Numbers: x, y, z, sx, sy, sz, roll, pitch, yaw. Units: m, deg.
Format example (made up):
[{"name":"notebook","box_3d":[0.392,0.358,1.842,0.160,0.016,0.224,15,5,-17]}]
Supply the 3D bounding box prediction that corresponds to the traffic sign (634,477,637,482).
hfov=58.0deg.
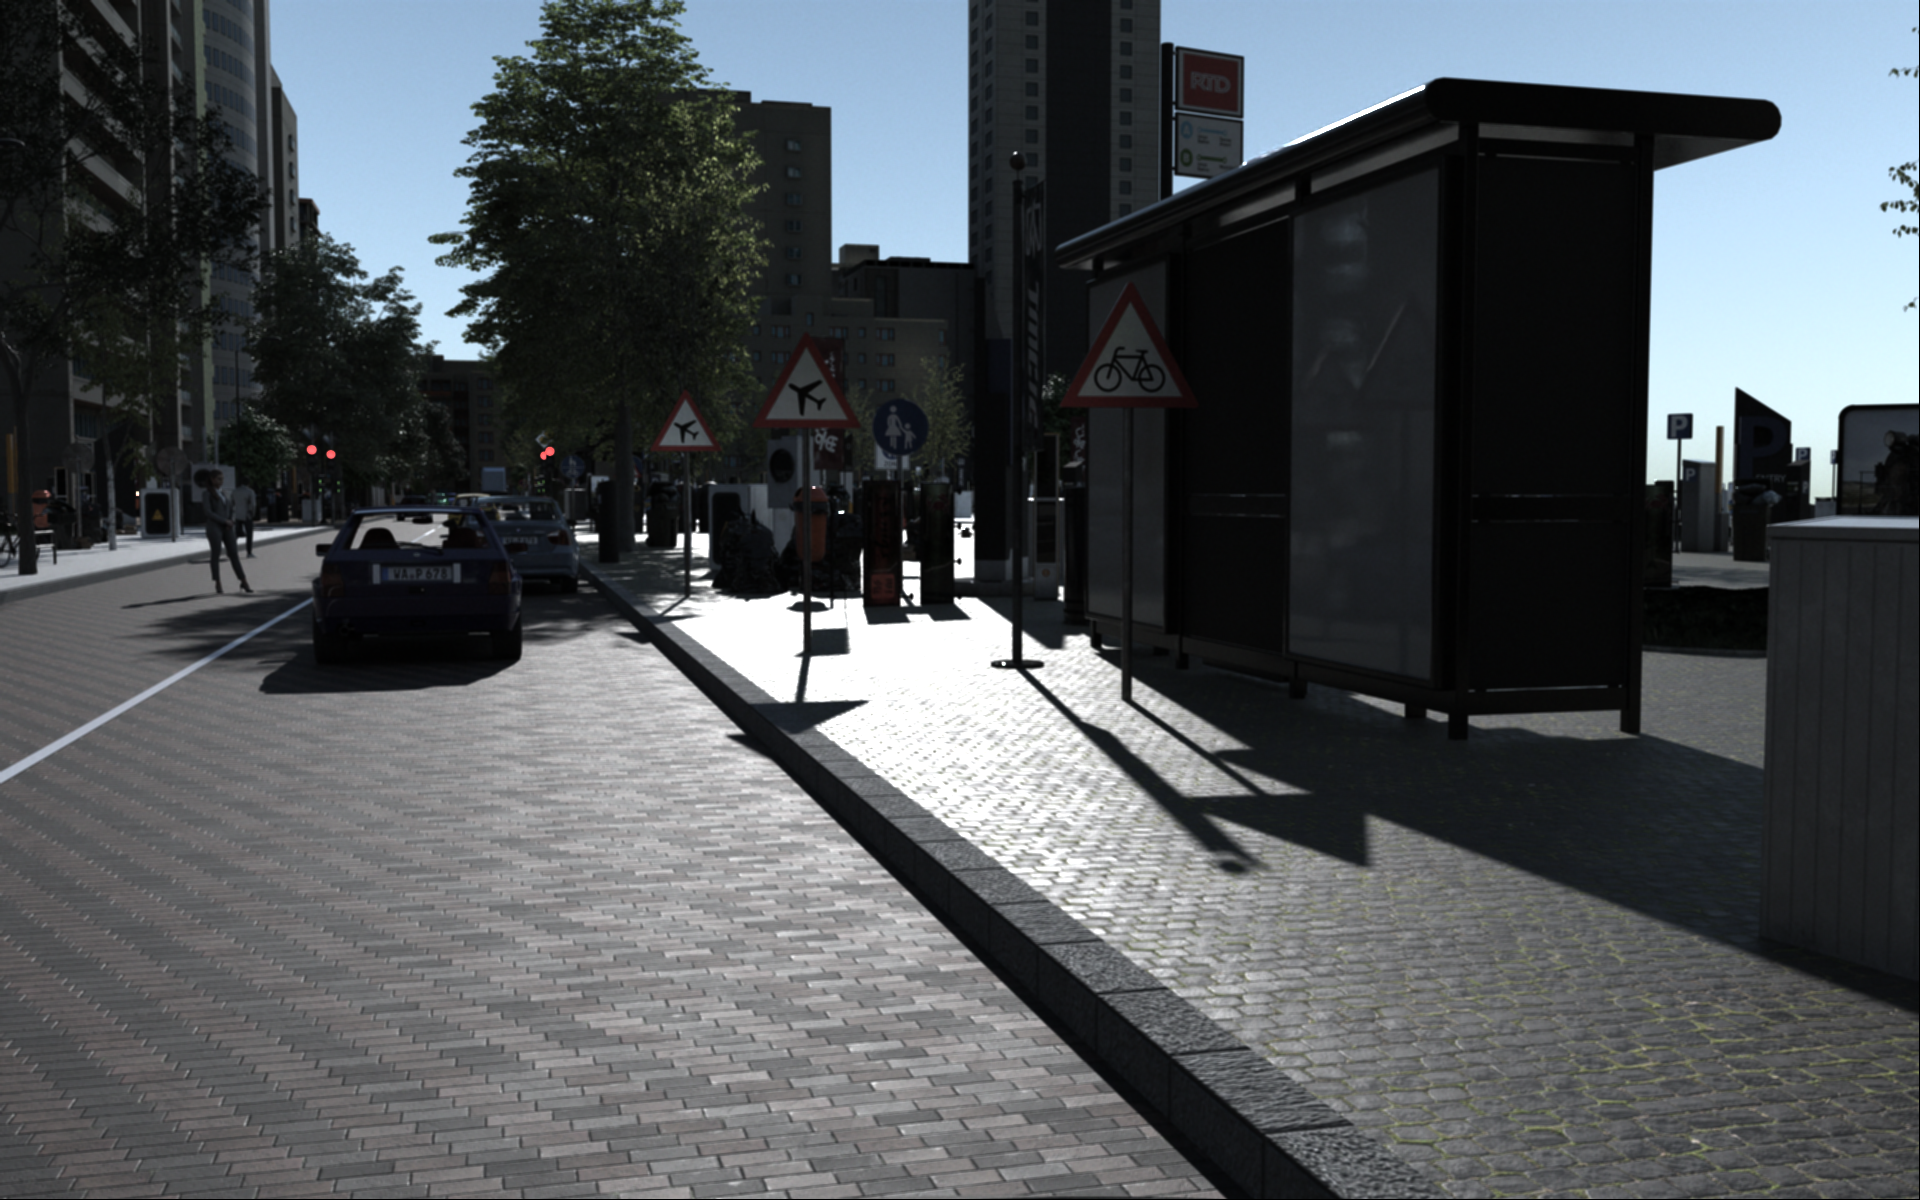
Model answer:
[{"name":"traffic sign","box_3d":[-12.020,-3.721,62.969,0.606,2.300,0.079,-1,4,-10]}]

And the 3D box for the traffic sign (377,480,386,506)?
[{"name":"traffic sign","box_3d":[-43.216,-7.785,129.411,0.606,2.300,0.079,0,4,-8]}]

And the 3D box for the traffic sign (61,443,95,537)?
[{"name":"traffic sign","box_3d":[-21.860,-2.620,42.946,0.768,2.556,0.104,-1,4,-10]}]

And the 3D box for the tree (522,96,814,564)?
[{"name":"tree","box_3d":[-5.219,-4.966,31.557,4.360,8.622,3.978,0,3,0]}]

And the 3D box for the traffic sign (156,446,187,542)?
[{"name":"traffic sign","box_3d":[-20.997,-2.817,46.169,0.768,2.556,0.104,-1,4,-11]}]

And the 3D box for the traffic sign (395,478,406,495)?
[{"name":"traffic sign","box_3d":[-43.344,-8.201,134.189,0.768,2.556,0.104,-1,4,-12]}]

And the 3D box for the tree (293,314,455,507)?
[{"name":"tree","box_3d":[-37.973,-11.848,110.725,9.611,12.733,9.660,0,3,0]}]

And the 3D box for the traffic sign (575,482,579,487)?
[{"name":"traffic sign","box_3d":[-27.925,-7.807,127.642,0.884,2.594,0.081,-1,4,-10]}]

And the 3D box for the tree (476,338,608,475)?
[{"name":"tree","box_3d":[-24.757,-10.899,103.948,9.928,11.665,9.643,0,3,0]}]

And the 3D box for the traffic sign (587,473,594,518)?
[{"name":"traffic sign","box_3d":[-17.808,-5.021,84.219,0.606,2.300,0.079,-1,4,-10]}]

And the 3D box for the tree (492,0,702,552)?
[{"name":"tree","box_3d":[-7.767,-7.333,38.015,7.486,12.596,7.792,0,3,0]}]

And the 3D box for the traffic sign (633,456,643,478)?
[{"name":"traffic sign","box_3d":[-10.796,-3.477,56.948,0.768,2.556,0.104,0,4,-6]}]

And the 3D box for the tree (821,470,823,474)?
[{"name":"tree","box_3d":[-11.168,-11.268,134.597,4.737,8.622,4.395,0,3,0]}]

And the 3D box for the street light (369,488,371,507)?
[{"name":"street light","box_3d":[-34.711,-8.006,103.446,1.470,5.913,1.316,-1,4,-15]}]

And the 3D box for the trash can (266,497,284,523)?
[{"name":"trash can","box_3d":[-30.727,-4.041,77.732,0.748,1.137,0.748,0,3,0]}]

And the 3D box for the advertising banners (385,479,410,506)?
[{"name":"advertising banners","box_3d":[-46.867,-9.073,144.528,2.074,3.025,0.090,-1,4,-19]}]

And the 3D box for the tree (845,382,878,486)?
[{"name":"tree","box_3d":[-6.423,-9.951,113.060,4.360,8.622,3.978,0,3,0]}]

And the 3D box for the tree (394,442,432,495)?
[{"name":"tree","box_3d":[-51.386,-12.829,160.114,4.737,8.622,4.395,0,3,0]}]

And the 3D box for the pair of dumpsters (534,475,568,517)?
[{"name":"pair of dumpsters","box_3d":[-20.626,-5.194,87.415,1.574,2.255,4.437,-1,4,-15]}]

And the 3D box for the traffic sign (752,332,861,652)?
[{"name":"traffic sign","box_3d":[-1.243,-0.857,14.023,0.884,2.594,0.081,-1,4,-14]}]

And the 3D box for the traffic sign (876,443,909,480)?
[{"name":"traffic sign","box_3d":[-1.186,-1.719,30.239,0.606,2.300,0.079,-1,4,-10]}]

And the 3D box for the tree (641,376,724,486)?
[{"name":"tree","box_3d":[-15.181,-8.699,92.597,4.737,8.622,4.395,0,3,0]}]

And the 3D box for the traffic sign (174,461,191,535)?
[{"name":"traffic sign","box_3d":[-24.316,-3.178,54.098,0.606,2.300,0.079,-1,4,-11]}]

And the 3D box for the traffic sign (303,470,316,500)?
[{"name":"traffic sign","box_3d":[-33.585,-5.473,89.585,0.768,2.556,0.104,-1,4,-9]}]

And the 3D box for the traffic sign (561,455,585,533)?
[{"name":"traffic sign","box_3d":[-12.639,-3.453,56.568,0.768,2.556,0.104,-1,4,-8]}]

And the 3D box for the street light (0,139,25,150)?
[{"name":"street light","box_3d":[-12.931,-3.067,22.683,1.470,5.913,1.316,-1,4,-15]}]

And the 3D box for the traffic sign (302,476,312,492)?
[{"name":"traffic sign","box_3d":[-37.405,-6.082,99.553,0.768,2.556,0.104,-1,4,-8]}]

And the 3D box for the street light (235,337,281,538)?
[{"name":"street light","box_3d":[-20.745,-4.811,51.195,1.470,5.913,1.316,-1,4,-15]}]

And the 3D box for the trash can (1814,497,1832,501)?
[{"name":"trash can","box_3d":[36.659,-3.785,73.535,0.748,1.137,0.748,0,3,0]}]

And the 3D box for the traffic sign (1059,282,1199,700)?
[{"name":"traffic sign","box_3d":[1.039,-0.656,10.733,0.884,2.594,0.081,-1,4,-10]}]

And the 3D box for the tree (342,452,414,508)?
[{"name":"tree","box_3d":[-34.023,-6.986,97.941,4.285,4.588,4.351,0,3,0]}]

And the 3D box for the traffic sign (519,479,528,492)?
[{"name":"traffic sign","box_3d":[-36.623,-8.881,145.304,0.768,2.556,0.104,-1,4,-10]}]

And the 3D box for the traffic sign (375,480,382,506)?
[{"name":"traffic sign","box_3d":[-40.278,-7.307,119.568,0.768,2.556,0.104,-1,4,-11]}]

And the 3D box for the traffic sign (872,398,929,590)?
[{"name":"traffic sign","box_3d":[-0.803,-1.412,23.188,0.768,2.556,0.104,-1,4,-9]}]

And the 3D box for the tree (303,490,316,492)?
[{"name":"tree","box_3d":[-46.124,-7.832,122.652,1.663,3.219,1.824,0,3,0]}]

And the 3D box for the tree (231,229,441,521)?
[{"name":"tree","box_3d":[-29.952,-10.793,83.113,9.857,13.997,8.962,0,3,0]}]

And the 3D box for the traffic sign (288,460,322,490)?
[{"name":"traffic sign","box_3d":[-39.111,-6.694,103.314,2.265,3.308,0.079,-1,4,-11]}]

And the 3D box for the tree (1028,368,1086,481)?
[{"name":"tree","box_3d":[2.624,-3.765,45.272,4.285,4.588,4.351,0,3,0]}]

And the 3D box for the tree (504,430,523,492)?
[{"name":"tree","box_3d":[-34.895,-11.736,142.251,4.360,8.622,3.978,0,3,0]}]

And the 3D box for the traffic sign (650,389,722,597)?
[{"name":"traffic sign","box_3d":[-3.412,-1.321,21.604,0.884,2.594,0.081,-1,4,-9]}]

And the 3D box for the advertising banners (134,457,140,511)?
[{"name":"advertising banners","box_3d":[-37.043,-5.080,79.249,2.074,3.025,0.090,0,4,-1]}]

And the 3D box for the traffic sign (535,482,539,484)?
[{"name":"traffic sign","box_3d":[-32.354,-8.169,133.662,0.768,2.556,0.104,-1,4,-9]}]

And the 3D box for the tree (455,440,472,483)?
[{"name":"tree","box_3d":[-63.418,-17.761,207.399,9.611,12.733,9.660,0,3,0]}]

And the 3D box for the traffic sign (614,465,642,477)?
[{"name":"traffic sign","box_3d":[-10.561,-3.369,55.080,0.884,2.594,0.081,-1,4,-14]}]

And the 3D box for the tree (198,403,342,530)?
[{"name":"tree","box_3d":[-25.218,-4.772,61.728,4.285,4.588,4.351,0,3,0]}]

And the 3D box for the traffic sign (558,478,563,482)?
[{"name":"traffic sign","box_3d":[-31.647,-8.342,136.496,0.768,2.556,0.104,0,4,-7]}]

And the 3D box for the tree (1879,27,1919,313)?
[{"name":"tree","box_3d":[13.963,-4.408,22.431,4.360,8.622,3.978,0,3,0]}]

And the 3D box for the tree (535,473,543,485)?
[{"name":"tree","box_3d":[-30.815,-8.283,130.023,1.663,3.219,1.824,0,3,0]}]

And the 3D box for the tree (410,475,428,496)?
[{"name":"tree","box_3d":[-59.501,-11.935,189.742,1.663,3.219,1.824,0,3,0]}]

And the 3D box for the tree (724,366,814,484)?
[{"name":"tree","box_3d":[-11.063,-9.178,100.418,4.737,8.622,4.395,0,3,0]}]

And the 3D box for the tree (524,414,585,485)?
[{"name":"tree","box_3d":[-28.400,-10.393,120.289,4.737,8.622,4.395,0,3,0]}]

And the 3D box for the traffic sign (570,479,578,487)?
[{"name":"traffic sign","box_3d":[-33.578,-9.224,150.924,0.768,2.556,0.104,-1,4,-9]}]

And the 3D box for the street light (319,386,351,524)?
[{"name":"street light","box_3d":[-26.838,-6.232,74.439,1.470,5.913,1.316,-1,4,-15]}]

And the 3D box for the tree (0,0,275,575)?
[{"name":"tree","box_3d":[-14.860,-5.706,27.706,8.767,10.594,7.601,0,4,2]}]

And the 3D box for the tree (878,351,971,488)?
[{"name":"tree","box_3d":[-1.447,-8.509,89.486,4.360,8.622,3.978,0,3,0]}]

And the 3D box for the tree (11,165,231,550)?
[{"name":"tree","box_3d":[-19.147,-5.446,39.410,4.737,8.622,4.395,0,3,0]}]

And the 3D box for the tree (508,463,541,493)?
[{"name":"tree","box_3d":[-39.062,-10.569,156.510,4.285,4.588,4.351,0,3,0]}]
